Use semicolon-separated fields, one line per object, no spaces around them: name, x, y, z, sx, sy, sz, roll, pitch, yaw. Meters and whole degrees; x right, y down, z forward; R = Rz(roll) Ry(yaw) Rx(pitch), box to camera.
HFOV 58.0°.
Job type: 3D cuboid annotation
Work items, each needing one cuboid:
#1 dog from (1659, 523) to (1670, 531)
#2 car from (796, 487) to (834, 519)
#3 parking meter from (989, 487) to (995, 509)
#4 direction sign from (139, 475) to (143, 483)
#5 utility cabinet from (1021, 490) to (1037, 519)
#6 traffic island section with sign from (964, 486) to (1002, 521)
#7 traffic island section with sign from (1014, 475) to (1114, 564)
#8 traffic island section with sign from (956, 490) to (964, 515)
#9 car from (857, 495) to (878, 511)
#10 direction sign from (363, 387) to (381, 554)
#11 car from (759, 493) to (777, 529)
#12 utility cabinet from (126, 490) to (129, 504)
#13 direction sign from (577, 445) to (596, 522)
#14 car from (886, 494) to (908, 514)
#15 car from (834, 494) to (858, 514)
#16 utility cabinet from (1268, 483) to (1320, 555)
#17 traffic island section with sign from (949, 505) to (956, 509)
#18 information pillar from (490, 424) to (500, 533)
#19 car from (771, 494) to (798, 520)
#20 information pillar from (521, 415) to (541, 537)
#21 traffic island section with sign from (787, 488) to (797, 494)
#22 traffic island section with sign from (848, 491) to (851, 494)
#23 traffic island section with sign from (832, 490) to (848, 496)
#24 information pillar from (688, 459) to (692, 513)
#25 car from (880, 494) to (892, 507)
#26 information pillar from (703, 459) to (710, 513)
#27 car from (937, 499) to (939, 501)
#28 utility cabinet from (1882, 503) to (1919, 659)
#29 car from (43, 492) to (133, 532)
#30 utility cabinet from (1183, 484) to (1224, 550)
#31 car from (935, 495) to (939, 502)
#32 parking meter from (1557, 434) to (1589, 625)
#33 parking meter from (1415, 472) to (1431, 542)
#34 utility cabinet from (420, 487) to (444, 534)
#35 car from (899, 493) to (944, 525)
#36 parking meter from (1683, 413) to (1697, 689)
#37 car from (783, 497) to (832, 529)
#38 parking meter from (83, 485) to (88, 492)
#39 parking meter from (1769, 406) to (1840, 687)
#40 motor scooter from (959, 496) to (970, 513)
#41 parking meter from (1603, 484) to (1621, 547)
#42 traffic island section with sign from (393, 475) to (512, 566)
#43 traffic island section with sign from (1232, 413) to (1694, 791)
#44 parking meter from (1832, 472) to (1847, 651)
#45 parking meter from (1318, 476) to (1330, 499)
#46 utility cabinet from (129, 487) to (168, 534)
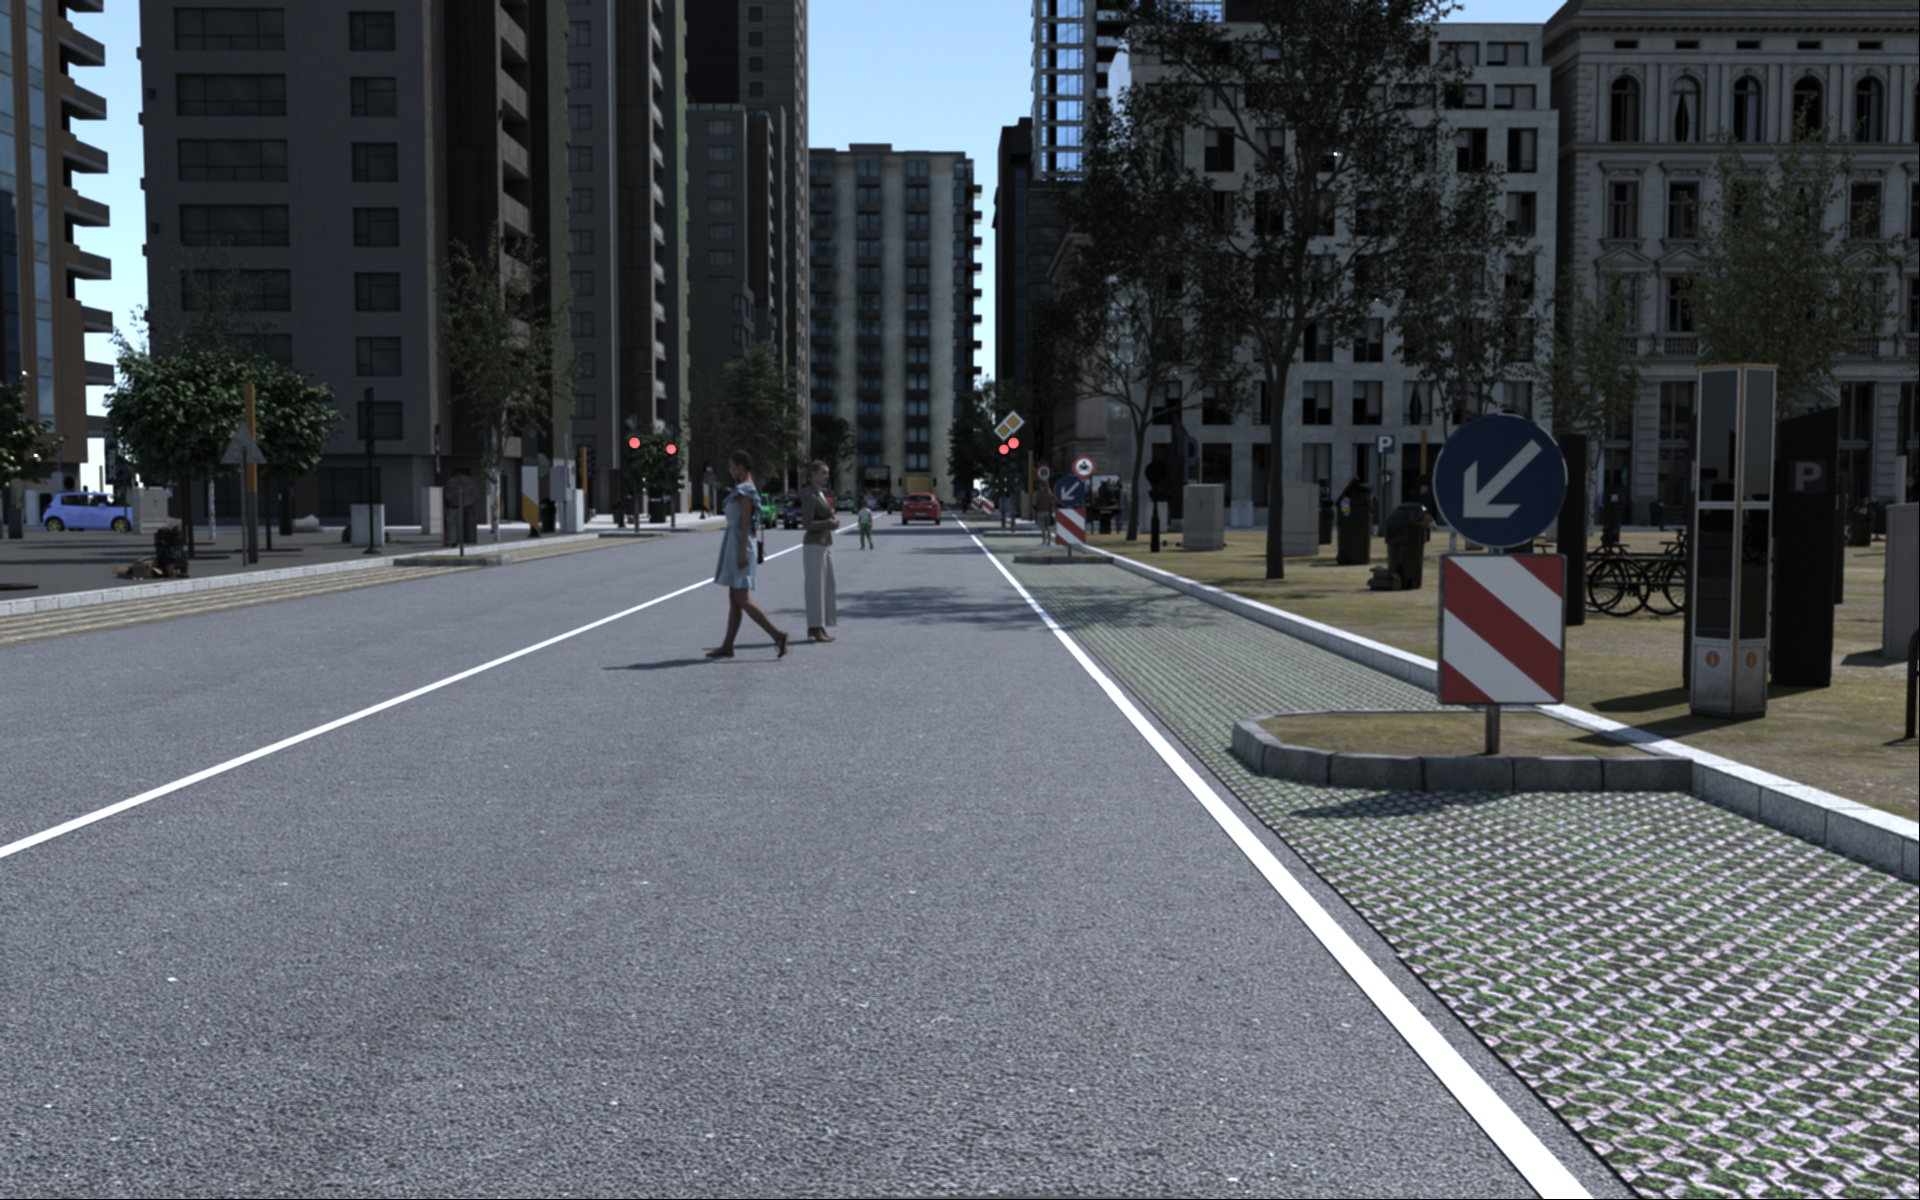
dog;25.006;-2.533;61.601;0.550;0.427;0.748;1;4;14
car;-8.318;-5.536;99.190;2.281;1.827;5.304;0;4;-1
parking meter;2.558;-8.096;138.080;0.255;1.863;0.399;3;5;42
direction sign;-55.989;-7.769;119.018;0.876;3.537;0.379;1;4;15
utility cabinet;3.619;-4.736;86.117;1.173;1.500;0.318;2;4;33
traffic island section with sign;1.341;-5.029;90.857;1.989;1.847;2.006;0;4;-1
traffic island section with sign;2.137;-1.686;36.195;1.989;1.847;2.006;0;4;-1
traffic island section with sign;0.929;-6.688;117.974;1.989;1.847;2.006;0;4;-1
car;-8.259;-8.537;151.944;2.083;1.381;4.827;0;4;-1
direction sign;-12.646;-2.761;37.146;0.379;3.537;0.876;-2;4;-28
car;-8.601;-3.860;71.910;1.959;1.807;4.718;0;4;-2
utility cabinet;-39.541;-4.511;82.433;0.318;1.500;1.173;-2;4;-25
direction sign;-17.241;-5.355;79.547;0.379;3.537;0.876;2;4;32
car;-4.278;-6.892;124.475;2.131;1.459;4.920;0;4;-1
car;-8.369;-6.922;124.968;2.131;1.459;4.920;0;4;-1
utility cabinet;6.966;-1.679;36.135;0.318;1.500;1.173;-2;4;-35
traffic island section with sign;0.196;-9.769;168.345;1.989;1.847;2.006;0;4;-1
information pillar;-15.330;-4.020;57.076;0.183;3.616;0.504;1;4;12
car;-8.679;-4.514;85.596;2.131;1.459;4.920;0;4;-1
information pillar;-12.718;-3.664;51.267;0.504;3.616;0.183;-2;4;-33
traffic island section with sign;-11.380;-6.663;117.564;1.989;1.847;2.006;0;4;-1
traffic island section with sign;-12.536;-11.446;195.772;1.989;1.847;2.006;0;4;-1
traffic island section with sign;-12.127;-9.739;167.861;1.989;1.847;2.006;0;4;-1
information pillar;-18.161;-7.649;116.408;0.183;3.616;0.504;0;4;2
car;-8.314;-11.573;198.810;1.945;1.707;3.694;0;4;1
information pillar;-17.100;-7.679;116.904;0.504;3.616;0.183;1;4;8
car;-2.619;-7.629;136.731;2.014;1.417;4.499;0;4;-1
utility cabinet;7.607;-0.169;13.933;0.306;1.237;1.020;2;4;30
car;-30.928;-3.228;62.365;3.694;1.707;1.945;0;4;0
utility cabinet;5.517;-1.874;39.326;0.318;1.500;1.173;-2;4;-28
car;-3.335;-10.986;191.980;2.083;1.381;4.827;0;4;1
parking meter;6.041;-0.696;17.086;0.255;1.863;0.399;2;4;24
parking meter;12.509;-2.515;46.829;0.399;1.863;0.255;0;4;7
utility cabinet;-16.731;-2.830;54.950;0.318;1.500;1.173;0;4;6
car;-1.827;-4.440;81.638;2.155;1.783;4.494;0;4;-1
parking meter;4.912;-0.341;11.291;0.255;1.863;0.399;0;4;6
car;-6.263;-3.605;71.524;1.945;1.354;3.894;0;4;1
parking meter;-59.143;-6.817;117.167;0.255;1.863;0.399;-2;4;-34
parking meter;5.638;-0.361;11.617;0.399;1.863;0.255;1;4;19
motor scooter;0.335;-7.312;132.335;0.815;1.314;1.986;0;4;-3
parking meter;15.775;-2.049;41.913;0.372;1.533;0.369;0;3;0
traffic island section with sign;-10.180;-1.615;35.027;1.989;1.847;2.006;0;4;-1
traffic island section with sign;2.523;-0.038;9.243;1.989;1.847;2.006;0;4;-1
parking meter;6.990;-0.356;14.234;0.372;1.533;0.369;0;3;0
parking meter;11.749;-3.073;55.948;0.255;1.863;0.399;2;4;35
utility cabinet;-25.762;-2.841;55.121;0.318;1.500;1.173;1;4;19
